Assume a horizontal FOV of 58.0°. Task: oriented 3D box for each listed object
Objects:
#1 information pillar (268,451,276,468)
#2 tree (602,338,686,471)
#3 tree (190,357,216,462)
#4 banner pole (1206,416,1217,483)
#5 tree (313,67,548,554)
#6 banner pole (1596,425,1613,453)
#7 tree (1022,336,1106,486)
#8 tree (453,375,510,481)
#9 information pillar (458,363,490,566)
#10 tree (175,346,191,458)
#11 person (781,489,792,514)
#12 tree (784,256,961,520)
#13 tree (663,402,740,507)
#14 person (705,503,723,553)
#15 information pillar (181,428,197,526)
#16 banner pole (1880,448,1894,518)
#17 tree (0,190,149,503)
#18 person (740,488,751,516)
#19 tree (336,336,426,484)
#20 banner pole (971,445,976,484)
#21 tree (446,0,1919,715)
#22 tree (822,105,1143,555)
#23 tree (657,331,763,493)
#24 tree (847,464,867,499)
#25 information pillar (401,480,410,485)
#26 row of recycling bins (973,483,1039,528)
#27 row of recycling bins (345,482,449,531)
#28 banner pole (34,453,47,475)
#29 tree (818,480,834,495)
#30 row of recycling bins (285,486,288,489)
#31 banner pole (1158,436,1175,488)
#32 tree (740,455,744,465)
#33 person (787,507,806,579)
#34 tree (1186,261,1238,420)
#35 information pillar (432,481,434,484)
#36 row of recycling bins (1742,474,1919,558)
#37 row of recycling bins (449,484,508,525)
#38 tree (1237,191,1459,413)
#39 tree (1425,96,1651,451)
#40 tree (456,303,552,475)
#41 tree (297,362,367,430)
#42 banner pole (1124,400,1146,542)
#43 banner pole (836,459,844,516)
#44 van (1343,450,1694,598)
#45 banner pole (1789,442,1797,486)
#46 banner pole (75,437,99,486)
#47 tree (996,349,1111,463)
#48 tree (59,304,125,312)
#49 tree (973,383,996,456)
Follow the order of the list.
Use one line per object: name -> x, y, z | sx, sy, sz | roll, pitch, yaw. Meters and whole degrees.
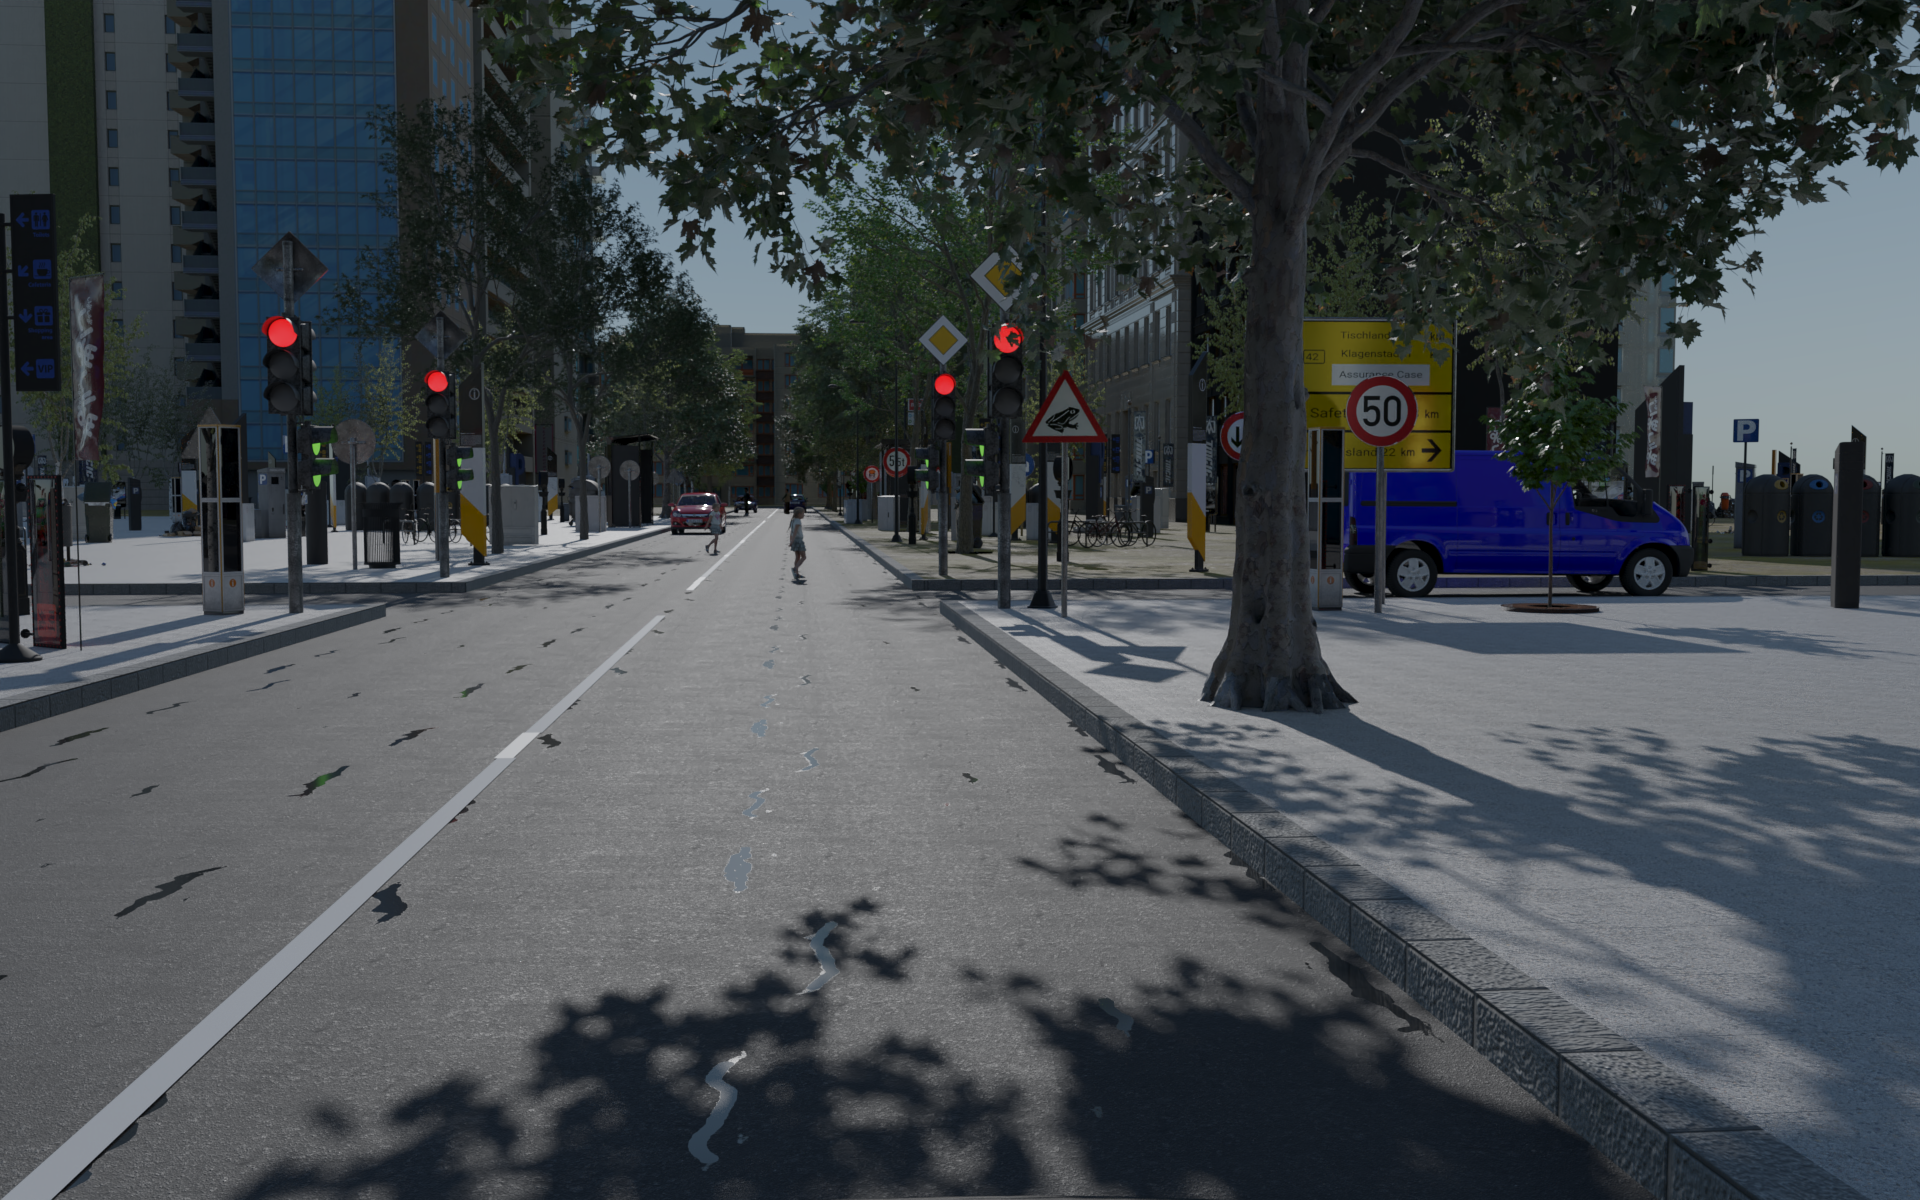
information pillar -> -37.605, -6.322, 94.724 | 0.504, 3.616, 0.183 | 1, 4, 22
tree -> -14.526, -7.937, 80.131 | 4.360, 8.622, 3.978 | 0, 3, 0
tree -> -39.479, -8.343, 86.763 | 4.360, 8.622, 3.978 | 0, 3, 0
banner pole -> 6.881, -3.599, 48.861 | 0.863, 3.779, 0.401 | 2, 4, 34
tree -> -9.854, -6.291, 37.269 | 8.767, 10.594, 7.601 | 1, 4, 11
banner pole -> 21.461, -4.143, 57.753 | 0.863, 3.779, 0.401 | 1, 4, 17
tree -> 4.546, -7.798, 77.862 | 4.360, 8.622, 3.978 | 0, 3, 0
tree -> -27.230, -9.050, 98.337 | 4.737, 8.622, 4.395 | 0, 3, 0
information pillar -> -8.723, -2.427, 31.043 | 0.504, 3.616, 0.183 | 1, 4, 16
tree -> -37.969, -7.899, 79.505 | 4.360, 8.622, 3.978 | 0, 3, 0
person -> -12.432, -7.090, 124.515 | 0.705, 1.812, 1.348 | 2, 4, 28
tree -> -4.535, -11.046, 87.252 | 9.857, 13.997, 8.962 | 0, 3, 0
tree -> -17.689, -9.913, 112.438 | 4.737, 8.622, 4.395 | 0, 3, 0
person -> -6.001, -1.763, 42.342 | 0.382, 1.210, 0.505 | 2, 4, 23
information pillar -> -27.295, -4.281, 61.349 | 0.504, 3.616, 0.183 | 0, 4, -2
banner pole -> 49.818, -6.312, 93.218 | 0.401, 3.779, 0.863 | -3, 5, -41
tree -> -21.924, -5.610, 42.080 | 4.737, 8.622, 4.395 | 0, 3, 0
person -> -14.289, -6.579, 115.698 | 0.705, 1.869, 1.348 | -3, 4, -36
tree -> -26.633, -7.892, 79.390 | 4.360, 8.622, 3.978 | 0, 3, 0
banner pole -> 0.516, -4.892, 70.000 | 0.401, 3.779, 0.863 | -1, 4, -19
tree -> 1.909, -5.698, 10.168 | 9.611, 12.733, 9.660 | 0, 3, 0
tree -> 0.260, -6.797, 36.892 | 9.928, 11.665, 9.643 | 0, 3, 0
tree -> -17.612, -12.408, 120.996 | 7.486, 12.596, 7.792 | 0, 3, 0
tree -> -5.365, -6.082, 94.040 | 1.663, 3.219, 1.824 | 0, 3, 0
information pillar -> -28.897, -5.247, 90.282 | 0.304, 2.012, 0.304 | 2, 4, 25
row of recycling bins -> 1.779, -3.610, 66.136 | 3.534, 1.692, 1.069 | 0, 4, -8
row of recycling bins -> -20.007, -3.296, 61.010 | 3.534, 1.692, 1.069 | 1, 4, 9
banner pole -> -52.200, -6.618, 98.225 | 0.863, 3.779, 0.401 | -1, 4, -17
tree -> -12.978, -10.758, 170.499 | 1.663, 3.219, 1.824 | 0, 3, 0
row of recycling bins -> -33.480, -5.042, 89.555 | 3.534, 1.692, 1.069 | -2, 4, -30
banner pole -> 8.857, -5.200, 75.034 | 0.863, 3.779, 0.401 | 0, 4, 3
tree -> -22.872, -13.522, 171.444 | 4.737, 8.622, 4.395 | 0, 3, 0
person -> -2.826, -0.977, 29.490 | 0.382, 1.210, 0.505 | -2, 4, -29
tree -> 9.372, -6.415, 55.249 | 4.737, 8.622, 4.395 | 0, 3, 0
information pillar -> -29.006, -5.591, 95.899 | 0.304, 2.012, 0.304 | 3, 5, 39
row of recycling bins -> 17.991, -1.744, 35.628 | 3.534, 1.692, 1.069 | 1, 4, 9
row of recycling bins -> -19.916, -3.941, 71.549 | 3.534, 1.692, 1.069 | 1, 4, 21
tree -> 9.731, -5.618, 42.218 | 4.737, 8.622, 4.395 | 0, 3, 0
tree -> 10.220, -4.958, 31.430 | 4.360, 8.622, 3.978 | 0, 3, 0
tree -> -17.716, -7.090, 66.288 | 4.360, 8.622, 3.978 | 0, 3, 0
tree -> -35.169, -8.941, 96.542 | 4.737, 8.622, 4.395 | 0, 3, 0
banner pole -> 4.673, -3.437, 46.204 | 0.401, 3.779, 0.863 | -3, 4, -37
banner pole -> -6.862, -6.718, 99.862 | 0.401, 3.779, 0.863 | 3, 4, 38
van -> 7.657, -1.231, 24.518 | 5.245, 2.365, 2.240 | 0, 4, -7
banner pole -> 40.053, -5.708, 83.344 | 0.401, 3.779, 0.863 | 0, 4, 3
banner pole -> -28.390, -4.069, 56.538 | 0.863, 3.779, 0.401 | 0, 4, 3
tree -> 5.132, -8.273, 85.620 | 4.737, 8.622, 4.395 | 0, 3, 0
tree -> -32.544, -6.983, 64.530 | 4.360, 8.622, 3.978 | 0, 3, 0
tree -> 2.124, -9.217, 101.054 | 4.737, 8.622, 4.395 | 0, 3, 0
